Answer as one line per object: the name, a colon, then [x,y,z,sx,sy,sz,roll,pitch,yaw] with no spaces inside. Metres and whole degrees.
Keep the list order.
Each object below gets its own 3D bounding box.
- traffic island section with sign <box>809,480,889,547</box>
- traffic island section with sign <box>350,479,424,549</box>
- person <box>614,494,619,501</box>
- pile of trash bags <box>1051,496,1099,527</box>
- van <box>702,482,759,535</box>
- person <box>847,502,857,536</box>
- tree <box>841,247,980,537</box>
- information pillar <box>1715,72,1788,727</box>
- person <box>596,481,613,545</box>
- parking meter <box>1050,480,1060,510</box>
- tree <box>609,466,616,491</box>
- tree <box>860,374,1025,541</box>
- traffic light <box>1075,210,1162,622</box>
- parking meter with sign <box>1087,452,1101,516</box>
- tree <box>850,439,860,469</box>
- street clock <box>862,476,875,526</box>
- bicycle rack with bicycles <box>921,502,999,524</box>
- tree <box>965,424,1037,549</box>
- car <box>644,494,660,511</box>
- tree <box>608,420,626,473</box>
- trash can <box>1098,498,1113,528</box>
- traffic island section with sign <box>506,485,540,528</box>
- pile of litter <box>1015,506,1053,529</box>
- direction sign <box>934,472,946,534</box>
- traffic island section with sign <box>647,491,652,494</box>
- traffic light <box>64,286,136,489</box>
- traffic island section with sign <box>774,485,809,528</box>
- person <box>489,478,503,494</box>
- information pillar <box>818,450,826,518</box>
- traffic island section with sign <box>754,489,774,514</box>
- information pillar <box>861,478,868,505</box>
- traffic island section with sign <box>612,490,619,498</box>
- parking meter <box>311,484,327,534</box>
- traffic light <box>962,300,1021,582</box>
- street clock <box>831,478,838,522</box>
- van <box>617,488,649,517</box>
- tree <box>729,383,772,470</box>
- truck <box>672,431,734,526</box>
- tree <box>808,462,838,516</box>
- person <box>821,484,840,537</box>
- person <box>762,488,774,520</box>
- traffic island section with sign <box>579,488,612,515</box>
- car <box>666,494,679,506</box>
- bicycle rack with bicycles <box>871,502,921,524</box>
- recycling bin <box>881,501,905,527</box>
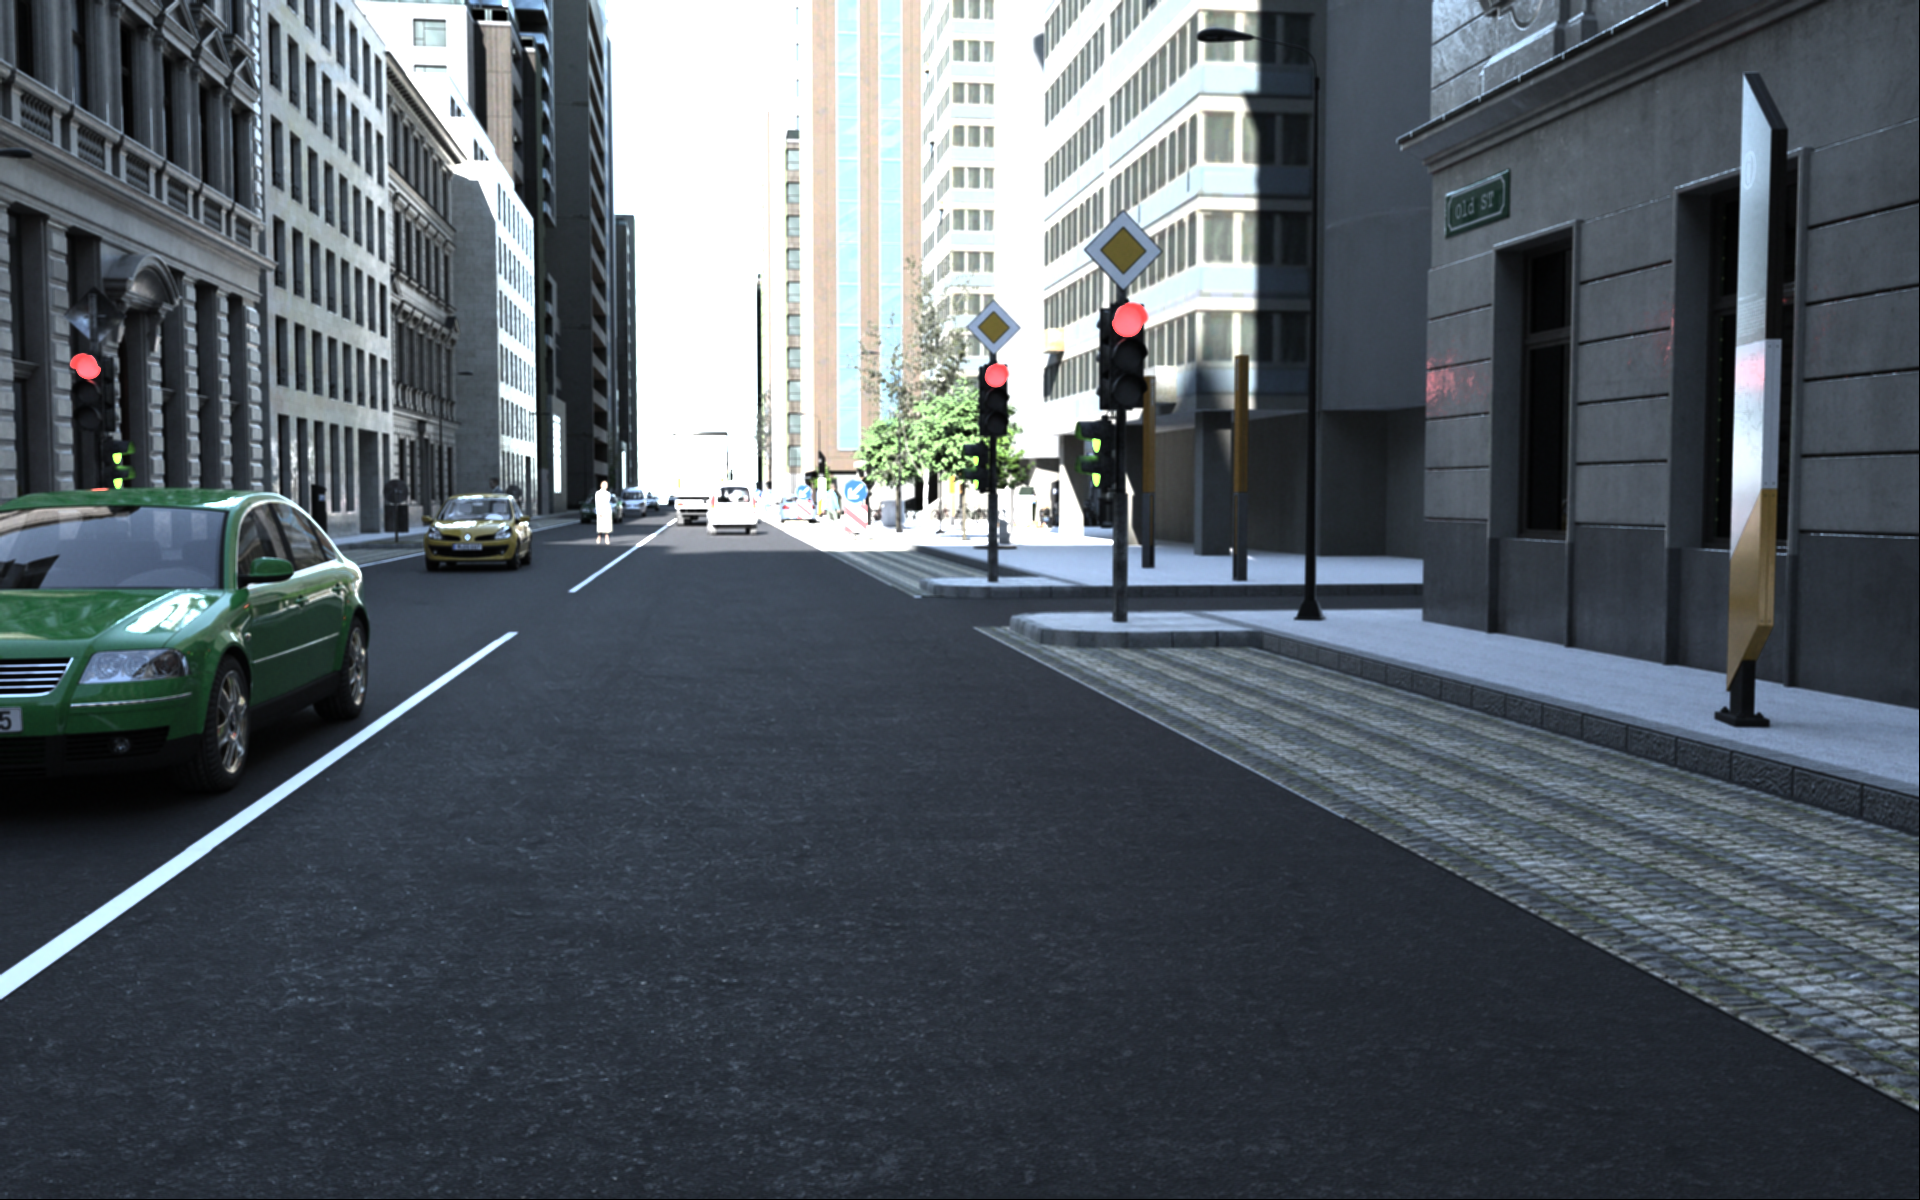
traffic island section with sign: [-3.063,-2.406,47.960,1.989,1.847,2.006,0,4,-8]
traffic island section with sign: [-14.871,-2.262,45.613,1.989,1.847,2.006,0,4,-8]
person: [-25.988,-7.254,130.364,0.557,1.426,1.065,3,5,44]
pile of trash bags: [5.240,-3.622,68.965,3.447,1.369,1.912,1,4,10]
van: [-8.187,-3.364,62.014,2.013,2.044,4.112,-1,4,-10]
person: [-3.659,-3.123,59.364,0.447,1.846,0.655,-1,4,-8]
tree: [-1.161,-6.212,51.936,4.360,8.622,3.978,0,3,0]
information pillar: [4.366,-1.110,9.502,0.183,3.616,0.504,0,4,6]
person: [-10.182,-2.487,49.384,0.478,1.798,0.641,-2,4,-31]
parking meter: [3.962,-4.063,72.147,0.399,1.863,0.255,0,4,0]
tree: [-34.654,-11.229,167.305,4.285,4.588,4.351,0,3,0]
tree: [0.190,-3.907,47.599,4.285,4.588,4.351,0,3,0]
traffic light: [1.590,-1.736,17.310,0.839,4.253,0.868,0,4,-8]
parking meter with sign: [5.735,-4.714,73.338,0.543,3.016,1.738,1,4,12]
tree: [-2.334,-4.822,62.559,4.285,4.588,4.351,0,3,0]
street clock: [-3.680,-3.989,69.794,0.471,2.002,0.358,1,4,12]
bicycle rack with bicycles: [0.385,-3.708,74.003,2.852,0.926,2.925,-2,4,-28]
tree: [0.729,-2.814,40.618,1.663,3.219,1.824,0,3,0]
car: [-26.932,-8.422,149.502,2.131,1.459,4.920,0,4,-8]
tree: [-35.420,-13.594,172.620,4.360,8.622,3.978,0,3,0]
trash can: [5.552,-3.292,65.481,0.748,1.137,0.748,0,3,0]
traffic island section with sign: [-18.775,-3.935,72.963,1.989,1.847,2.006,0,4,-8]
pile of litter: [2.905,-3.079,64.315,1.176,0.858,1.719,2,4,26]
direction sign: [-0.635,-3.900,55.756,0.876,3.537,0.379,3,4,36]
traffic island section with sign: [-41.264,-13.575,230.570,1.989,1.847,2.006,0,4,-8]
traffic light: [-11.675,-2.113,23.474,0.839,4.253,0.868,0,4,-8]
traffic island section with sign: [-6.871,-4.038,74.646,1.989,1.847,2.006,0,4,-8]
person: [-10.652,-1.906,39.792,0.853,1.813,0.709,-2,4,-30]
information pillar: [-7.357,-6.171,92.249,0.183,3.616,0.504,-3,5,-45]
traffic island section with sign: [-13.959,-7.073,124.270,1.989,1.847,2.006,0,4,-8]
information pillar: [-4.304,-4.539,78.712,0.304,2.012,0.304,-2,4,-35]
traffic island section with sign: [-29.680,-8.607,149.347,1.989,1.847,2.006,0,4,-8]
parking meter: [-16.657,-2.239,45.023,0.372,1.533,0.369,0,3,0]
traffic light: [0.462,-2.220,25.216,0.839,4.253,0.868,0,4,-8]
street clock: [-5.818,-4.614,80.016,0.358,2.002,0.471,-1,4,-10]
van: [-20.851,-6.322,110.375,2.013,2.044,4.112,-1,4,-10]
tree: [-19.342,-16.767,184.507,12.009,13.543,11.850,0,3,0]
truck: [-12.208,-5.713,82.325,2.839,4.237,11.283,0,4,-7]
tree: [-7.943,-6.615,102.763,1.663,3.219,1.824,0,3,0]
person: [-4.344,-3.005,57.972,0.601,1.785,0.444,3,5,43]
person: [-10.363,-5.181,93.797,0.643,1.750,0.593,3,5,43]
traffic island section with sign: [-25.803,-6.945,122.179,1.989,1.847,2.006,0,4,-8]
car: [-35.975,-12.753,218.295,2.009,1.686,4.222,-1,4,-9]
bicycle rack with bicycles: [-2.860,-3.765,74.938,2.925,0.926,2.852,-1,4,-16]
recycling bin: [-2.584,-3.324,66.895,0.722,1.027,0.722,1,4,21]
